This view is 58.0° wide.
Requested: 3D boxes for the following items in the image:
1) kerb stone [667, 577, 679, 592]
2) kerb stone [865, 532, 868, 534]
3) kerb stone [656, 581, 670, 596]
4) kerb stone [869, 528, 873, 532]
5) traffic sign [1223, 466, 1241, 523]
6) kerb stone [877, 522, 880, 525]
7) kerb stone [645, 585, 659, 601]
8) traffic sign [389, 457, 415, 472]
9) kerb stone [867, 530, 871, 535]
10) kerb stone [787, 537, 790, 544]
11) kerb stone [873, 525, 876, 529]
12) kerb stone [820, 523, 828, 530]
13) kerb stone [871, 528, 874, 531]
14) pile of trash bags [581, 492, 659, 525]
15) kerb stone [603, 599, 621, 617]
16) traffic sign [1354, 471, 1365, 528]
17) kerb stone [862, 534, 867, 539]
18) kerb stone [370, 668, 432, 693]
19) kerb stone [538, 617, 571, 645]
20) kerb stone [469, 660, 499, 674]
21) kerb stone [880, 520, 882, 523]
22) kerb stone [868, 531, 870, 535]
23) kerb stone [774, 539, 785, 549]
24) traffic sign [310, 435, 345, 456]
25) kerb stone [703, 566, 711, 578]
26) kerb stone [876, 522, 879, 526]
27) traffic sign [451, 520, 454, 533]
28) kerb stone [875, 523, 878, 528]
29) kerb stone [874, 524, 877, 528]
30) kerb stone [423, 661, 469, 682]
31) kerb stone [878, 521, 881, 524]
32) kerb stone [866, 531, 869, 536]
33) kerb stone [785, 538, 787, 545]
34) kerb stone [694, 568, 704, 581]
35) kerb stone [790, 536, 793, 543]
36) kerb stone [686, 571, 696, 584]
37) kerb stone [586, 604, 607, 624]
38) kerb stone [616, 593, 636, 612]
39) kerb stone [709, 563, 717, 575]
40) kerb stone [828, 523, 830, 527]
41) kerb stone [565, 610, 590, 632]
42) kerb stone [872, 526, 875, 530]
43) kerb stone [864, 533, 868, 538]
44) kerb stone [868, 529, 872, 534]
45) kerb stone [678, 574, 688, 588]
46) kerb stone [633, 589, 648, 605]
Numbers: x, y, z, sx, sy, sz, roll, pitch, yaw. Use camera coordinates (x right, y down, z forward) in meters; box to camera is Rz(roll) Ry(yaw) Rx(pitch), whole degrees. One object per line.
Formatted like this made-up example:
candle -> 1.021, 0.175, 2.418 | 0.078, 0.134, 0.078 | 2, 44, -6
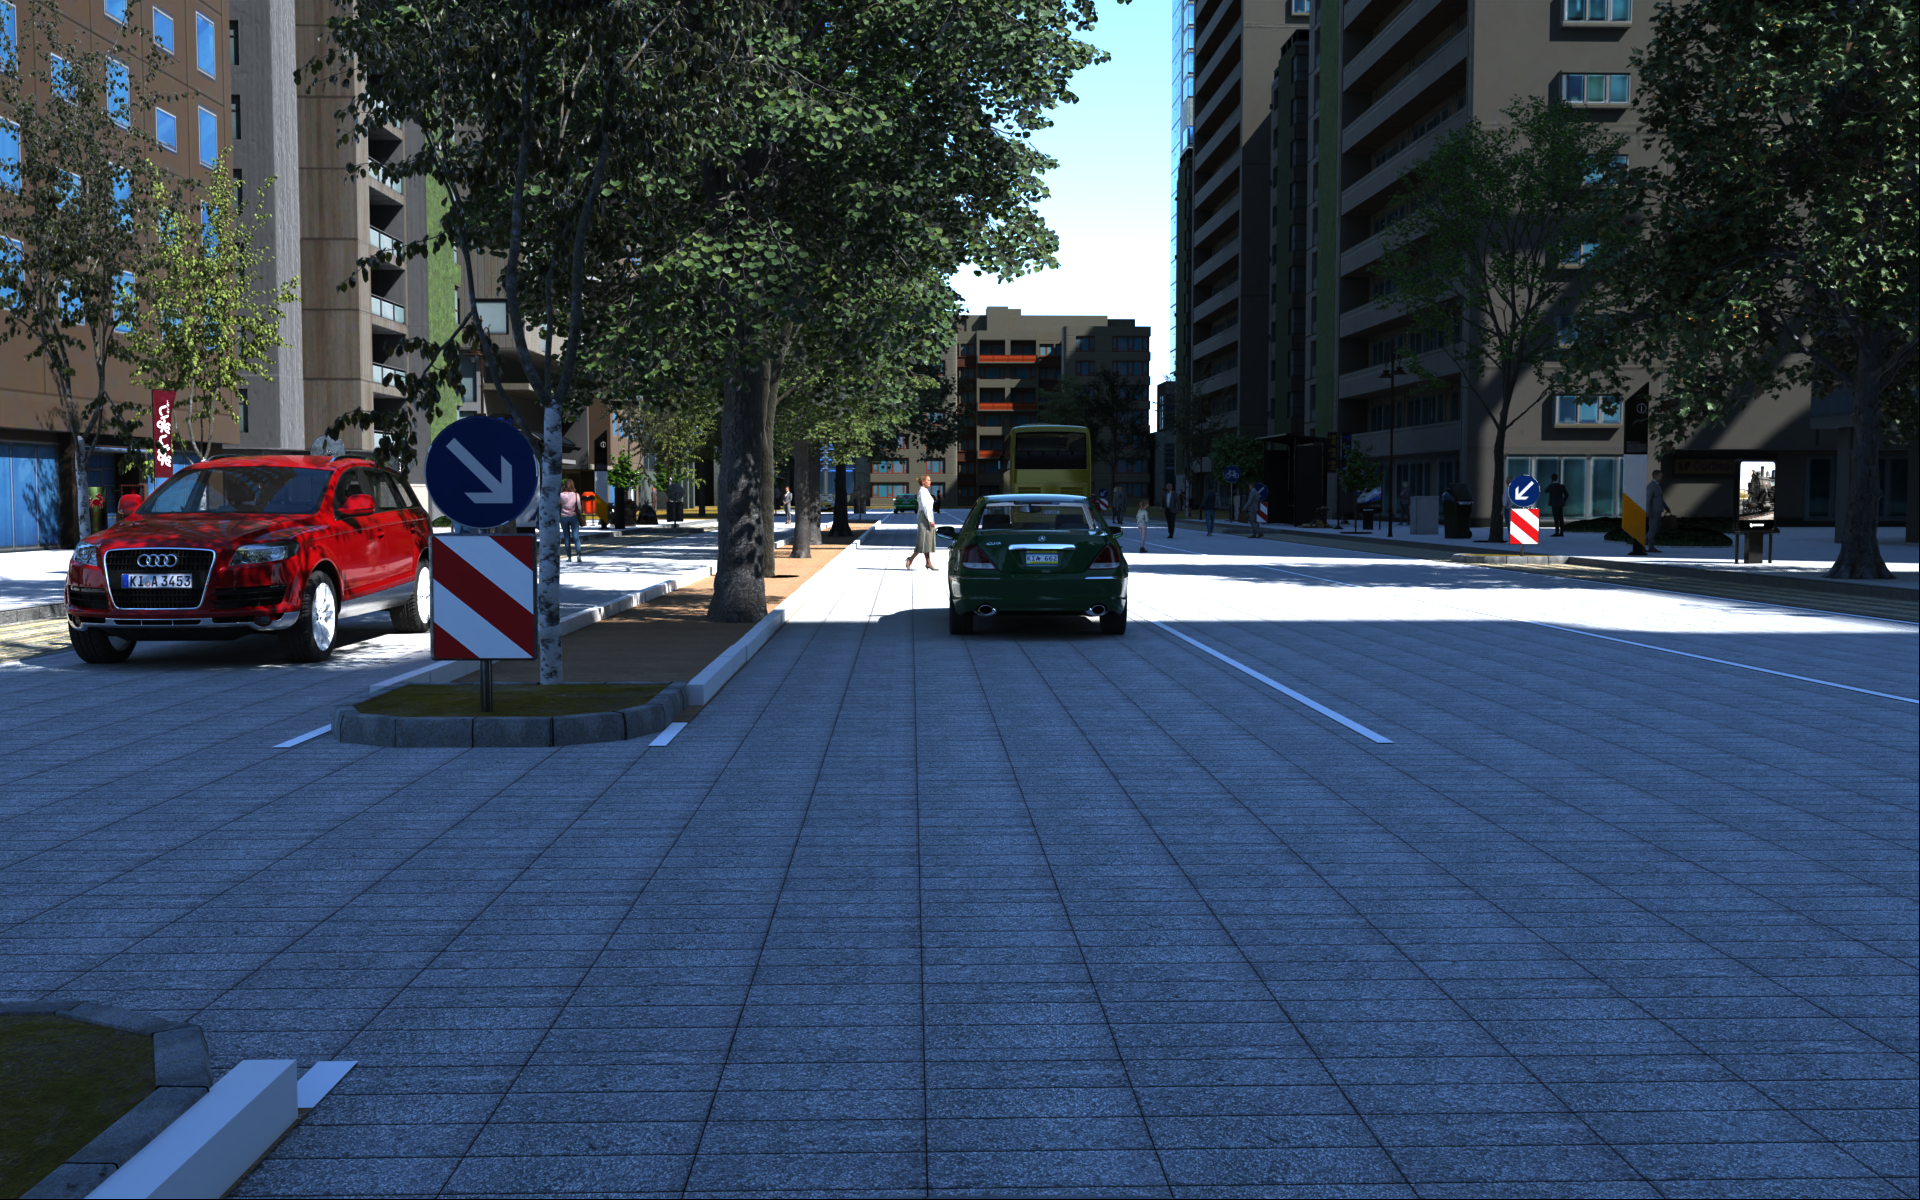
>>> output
kerb stone -> -4.281, -0.196, 25.408 | 0.120, 0.150, 1.000 | 0, 4, -2
kerb stone -> -3.013, -1.953, 54.125 | 0.120, 0.150, 1.000 | 0, 4, -2
kerb stone -> -4.248, -0.134, 24.386 | 0.120, 0.150, 1.000 | 0, 4, -2
kerb stone -> -3.199, -2.330, 60.295 | 0.120, 0.150, 1.000 | 0, 4, -2
traffic sign -> 12.127, -4.720, 77.274 | 0.768, 2.556, 0.104 | 0, 4, 8
kerb stone -> -3.547, -3.079, 72.587 | 0.120, 0.150, 1.000 | 0, 4, -2
kerb stone -> -4.222, -0.071, 23.365 | 0.120, 0.150, 1.000 | 0, 4, -2
traffic sign -> -14.184, -2.678, 43.892 | 0.768, 2.556, 0.104 | 0, 4, 6
kerb stone -> -3.107, -2.136, 57.211 | 0.120, 0.150, 1.000 | 0, 4, -2
kerb stone -> -4.965, -1.636, 48.937 | 0.120, 0.150, 1.000 | 0, 4, -2
kerb stone -> -3.339, -2.644, 65.420 | 0.120, 0.150, 1.000 | 0, 4, -2
kerb stone -> -5.621, -3.010, 71.486 | 0.120, 0.150, 1.000 | 0, 4, -2
kerb stone -> -3.221, -2.392, 61.317 | 0.120, 0.150, 1.000 | 0, 4, -2
pile of trash bags -> -14.320, -3.809, 72.037 | 1.912, 1.369, 3.447 | 3, 4, 38
kerb stone -> -4.140, 0.121, 20.289 | 0.120, 0.150, 1.000 | 0, 4, -2
traffic sign -> 14.997, -4.005, 65.594 | 0.768, 2.556, 0.104 | 0, 4, 6
kerb stone -> -2.957, -1.826, 52.078 | 0.120, 0.150, 1.000 | 0, 4, -2
kerb stone -> -3.902, 0.618, 12.088 | 0.120, 0.150, 1.000 | 0, 4, -2
kerb stone -> -4.046, 0.306, 17.200 | 0.120, 0.150, 1.000 | 0, 4, -2
kerb stone -> -3.960, 0.493, 14.132 | 0.120, 0.150, 1.000 | 0, 4, -2
kerb stone -> -3.697, -3.396, 77.715 | 0.120, 0.150, 1.000 | 0, 4, -2
kerb stone -> -3.072, -2.072, 56.181 | 0.120, 0.150, 1.000 | 0, 4, -2
kerb stone -> -4.913, -1.501, 46.890 | 0.120, 0.150, 1.000 | 0, 4, -2
traffic sign -> -13.551, -2.264, 37.127 | 0.768, 2.556, 0.104 | 0, 4, 3
kerb stone -> -4.408, -0.447, 29.498 | 0.120, 0.150, 1.000 | 0, 4, -2
kerb stone -> -3.525, -3.018, 71.563 | 0.120, 0.150, 1.000 | 0, 4, -2
traffic sign -> -12.126, -2.527, 41.326 | 0.884, 2.594, 0.081 | 0, 4, 5
kerb stone -> -3.463, -2.888, 69.519 | 0.120, 0.150, 1.000 | 0, 4, -2
kerb stone -> -3.406, -2.769, 67.468 | 0.120, 0.150, 1.000 | 0, 4, -2
kerb stone -> -3.927, 0.557, 13.110 | 0.120, 0.150, 1.000 | 0, 4, -2
kerb stone -> -3.603, -3.208, 74.640 | 0.120, 0.150, 1.000 | 0, 4, -2
kerb stone -> -3.044, -2.016, 55.158 | 0.120, 0.150, 1.000 | 0, 4, -2
kerb stone -> -4.944, -1.573, 47.915 | 0.120, 0.150, 1.000 | 0, 4, -2
kerb stone -> -4.369, -0.384, 28.476 | 0.120, 0.150, 1.000 | 0, 4, -2
kerb stone -> -4.994, -1.698, 49.959 | 0.120, 0.150, 1.000 | 0, 4, -2
kerb stone -> -4.343, -0.322, 27.454 | 0.120, 0.150, 1.000 | 0, 4, -2
kerb stone -> -4.106, 0.182, 19.267 | 0.120, 0.150, 1.000 | 0, 4, -2
kerb stone -> -4.163, 0.054, 21.310 | 0.120, 0.150, 1.000 | 0, 4, -2
kerb stone -> -4.434, -0.506, 30.520 | 0.120, 0.150, 1.000 | 0, 4, -2
kerb stone -> -5.650, -3.076, 72.510 | 0.120, 0.150, 1.000 | 0, 4, -2
kerb stone -> -4.077, 0.242, 18.240 | 0.120, 0.150, 1.000 | 0, 4, -2
kerb stone -> -3.287, -2.518, 63.365 | 0.120, 0.150, 1.000 | 0, 4, -2
kerb stone -> -2.985, -1.889, 53.104 | 0.120, 0.150, 1.000 | 0, 4, -2
kerb stone -> -3.170, -2.267, 59.266 | 0.120, 0.150, 1.000 | 0, 4, -2
kerb stone -> -4.319, -0.259, 26.432 | 0.120, 0.150, 1.000 | 0, 4, -2
kerb stone -> -4.199, -0.009, 22.337 | 0.120, 0.150, 1.000 | 0, 4, -2
